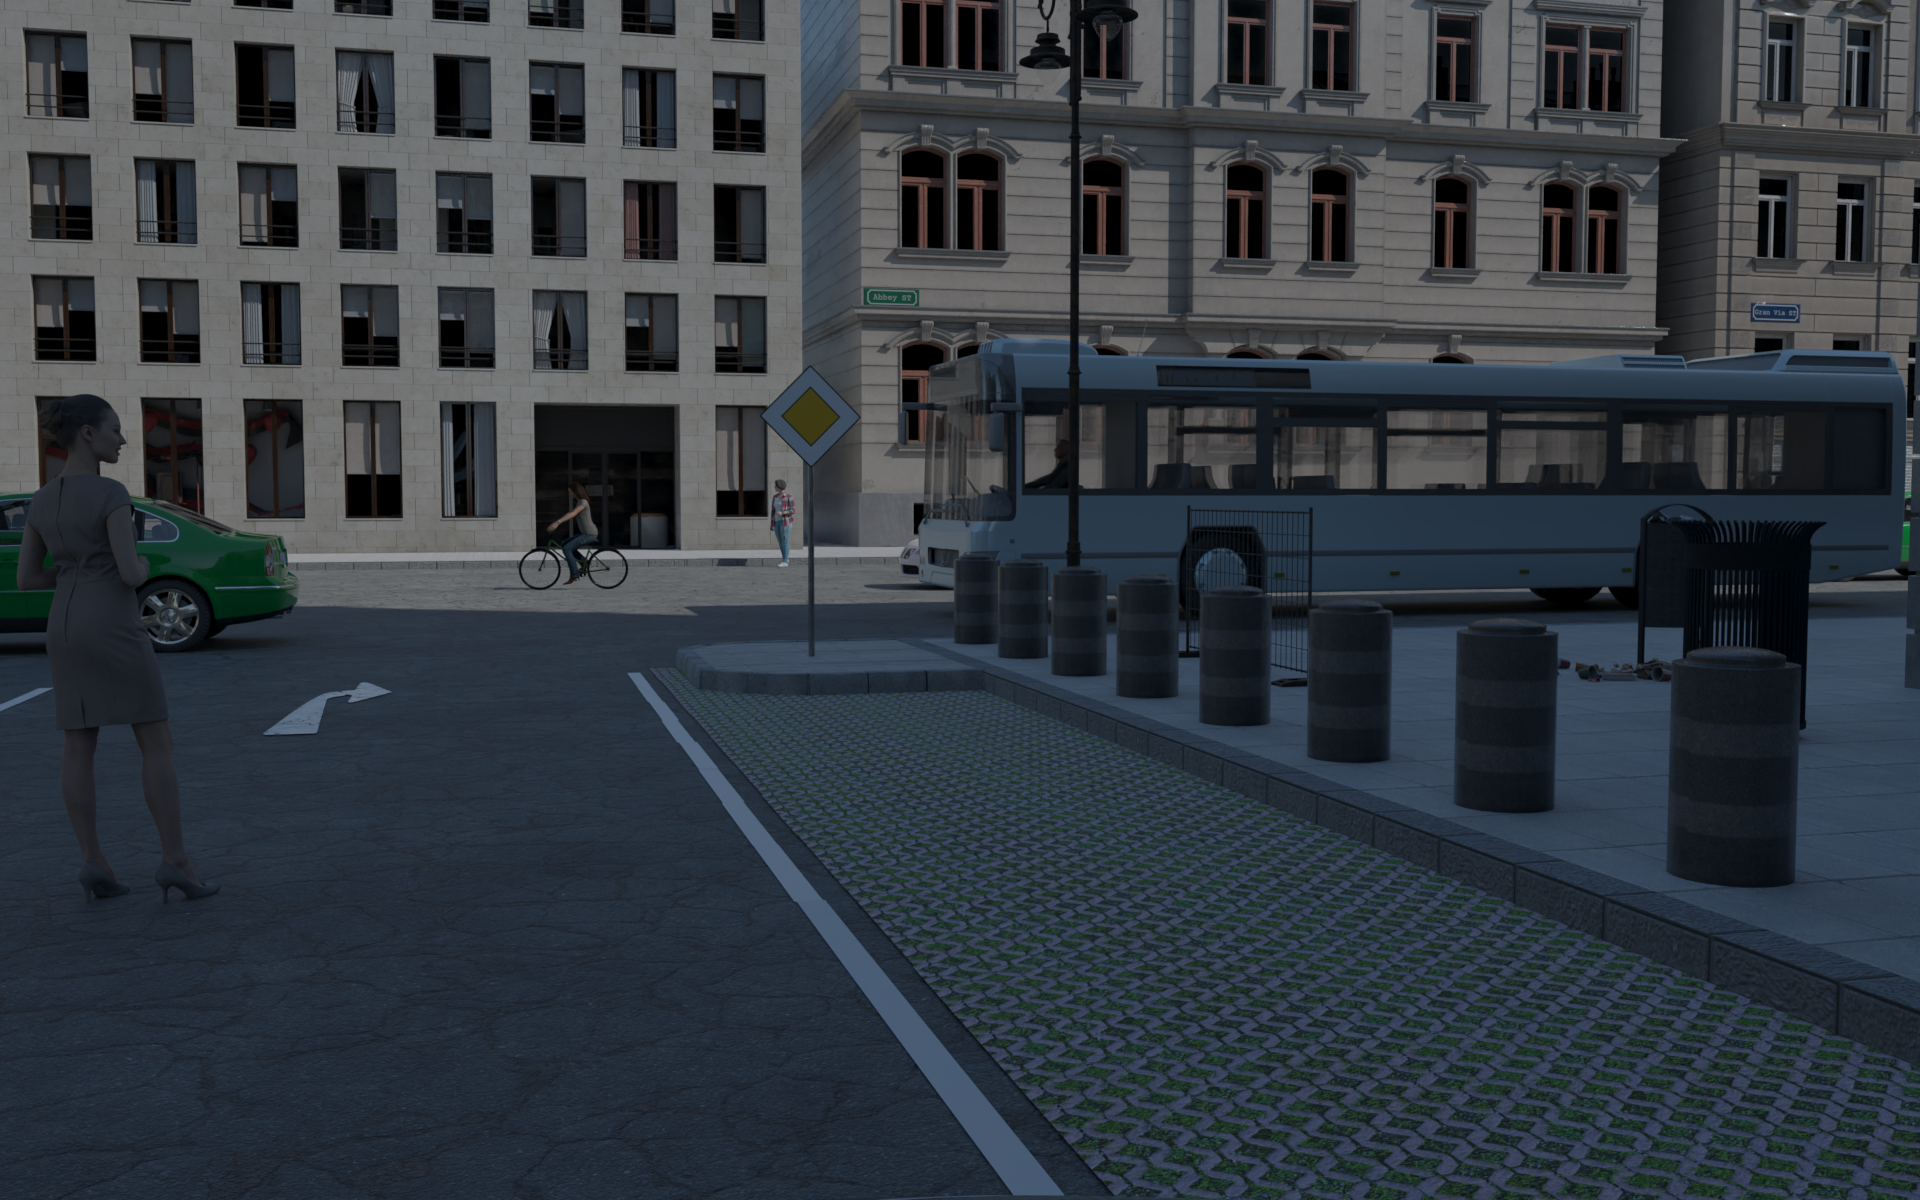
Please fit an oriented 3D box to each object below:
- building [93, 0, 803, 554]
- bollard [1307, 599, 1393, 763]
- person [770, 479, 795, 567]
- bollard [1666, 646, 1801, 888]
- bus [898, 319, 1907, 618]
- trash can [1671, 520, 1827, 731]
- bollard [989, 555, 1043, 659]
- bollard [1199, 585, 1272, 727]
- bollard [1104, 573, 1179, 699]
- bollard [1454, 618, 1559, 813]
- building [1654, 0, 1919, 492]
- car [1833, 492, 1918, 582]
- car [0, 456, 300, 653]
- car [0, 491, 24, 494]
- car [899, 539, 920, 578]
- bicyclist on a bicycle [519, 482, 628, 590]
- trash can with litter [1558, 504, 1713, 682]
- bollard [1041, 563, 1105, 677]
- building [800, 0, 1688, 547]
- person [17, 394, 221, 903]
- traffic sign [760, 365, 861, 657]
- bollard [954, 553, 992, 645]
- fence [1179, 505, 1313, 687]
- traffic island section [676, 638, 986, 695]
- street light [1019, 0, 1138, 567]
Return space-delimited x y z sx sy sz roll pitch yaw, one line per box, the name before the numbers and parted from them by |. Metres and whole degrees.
building | -13.072 -11.467 42.240 16.860 20.320 10.420 -1 4 -15
bollard | 1.895 0.385 8.430 0.404 0.777 0.398 0 3 0
person | -3.480 -1.518 34.164 0.563 1.720 0.643 3 4 36
bollard | 2.595 0.544 5.815 0.404 0.777 0.398 0 3 0
bus | 5.324 -1.625 21.435 13.247 3.499 2.948 -1 4 -16
trash can | 4.150 0.153 9.159 0.748 1.137 0.748 0 3 0
bollard | 0.498 0.066 13.636 0.404 0.777 0.398 0 3 0
bollard | 1.546 0.305 9.731 0.404 0.777 0.398 0 3 0
bollard | 1.195 0.225 11.034 0.404 0.777 0.398 0 3 0
bollard | 2.247 0.464 7.130 0.404 0.777 0.398 0 3 0
building | 30.622 -15.752 54.803 25.104 27.353 12.463 -1 4 -15
car | 15.533 -1.253 29.282 4.718 1.807 1.959 -1 4 -13
car | -8.648 -0.443 16.037 4.718 1.807 1.959 -1 4 -15
car | -11.777 -0.815 22.125 4.718 1.807 1.959 -1 4 -14
car | 1.436 -0.894 26.976 4.827 1.381 2.083 -1 4 -17
bicyclist on a bicycle | -5.781 -0.970 25.887 1.625 1.676 1.499 -1 4 -15
trash can with litter | 4.660 -0.076 12.305 2.233 1.210 1.678 -1 4 -9
bollard | 0.849 0.146 12.335 0.404 0.777 0.398 0 3 0
building | 6.704 -16.043 49.693 23.554 28.519 14.401 -1 4 -15
person | -2.984 0.166 6.120 0.599 1.781 0.374 1 4 18
traffic sign | -1.176 -0.611 13.630 0.795 2.450 0.064 -1 4 -15
bollard | 0.147 -0.013 14.937 0.404 0.777 0.398 0 3 0
fence | 2.069 -0.086 12.608 0.480 1.192 2.264 -1 4 -15
traffic island section | -1.155 0.524 13.714 2.009 0.180 2.903 -1 4 -15
street light | 0.900 -2.496 13.599 0.468 5.910 1.993 -1 4 -15
